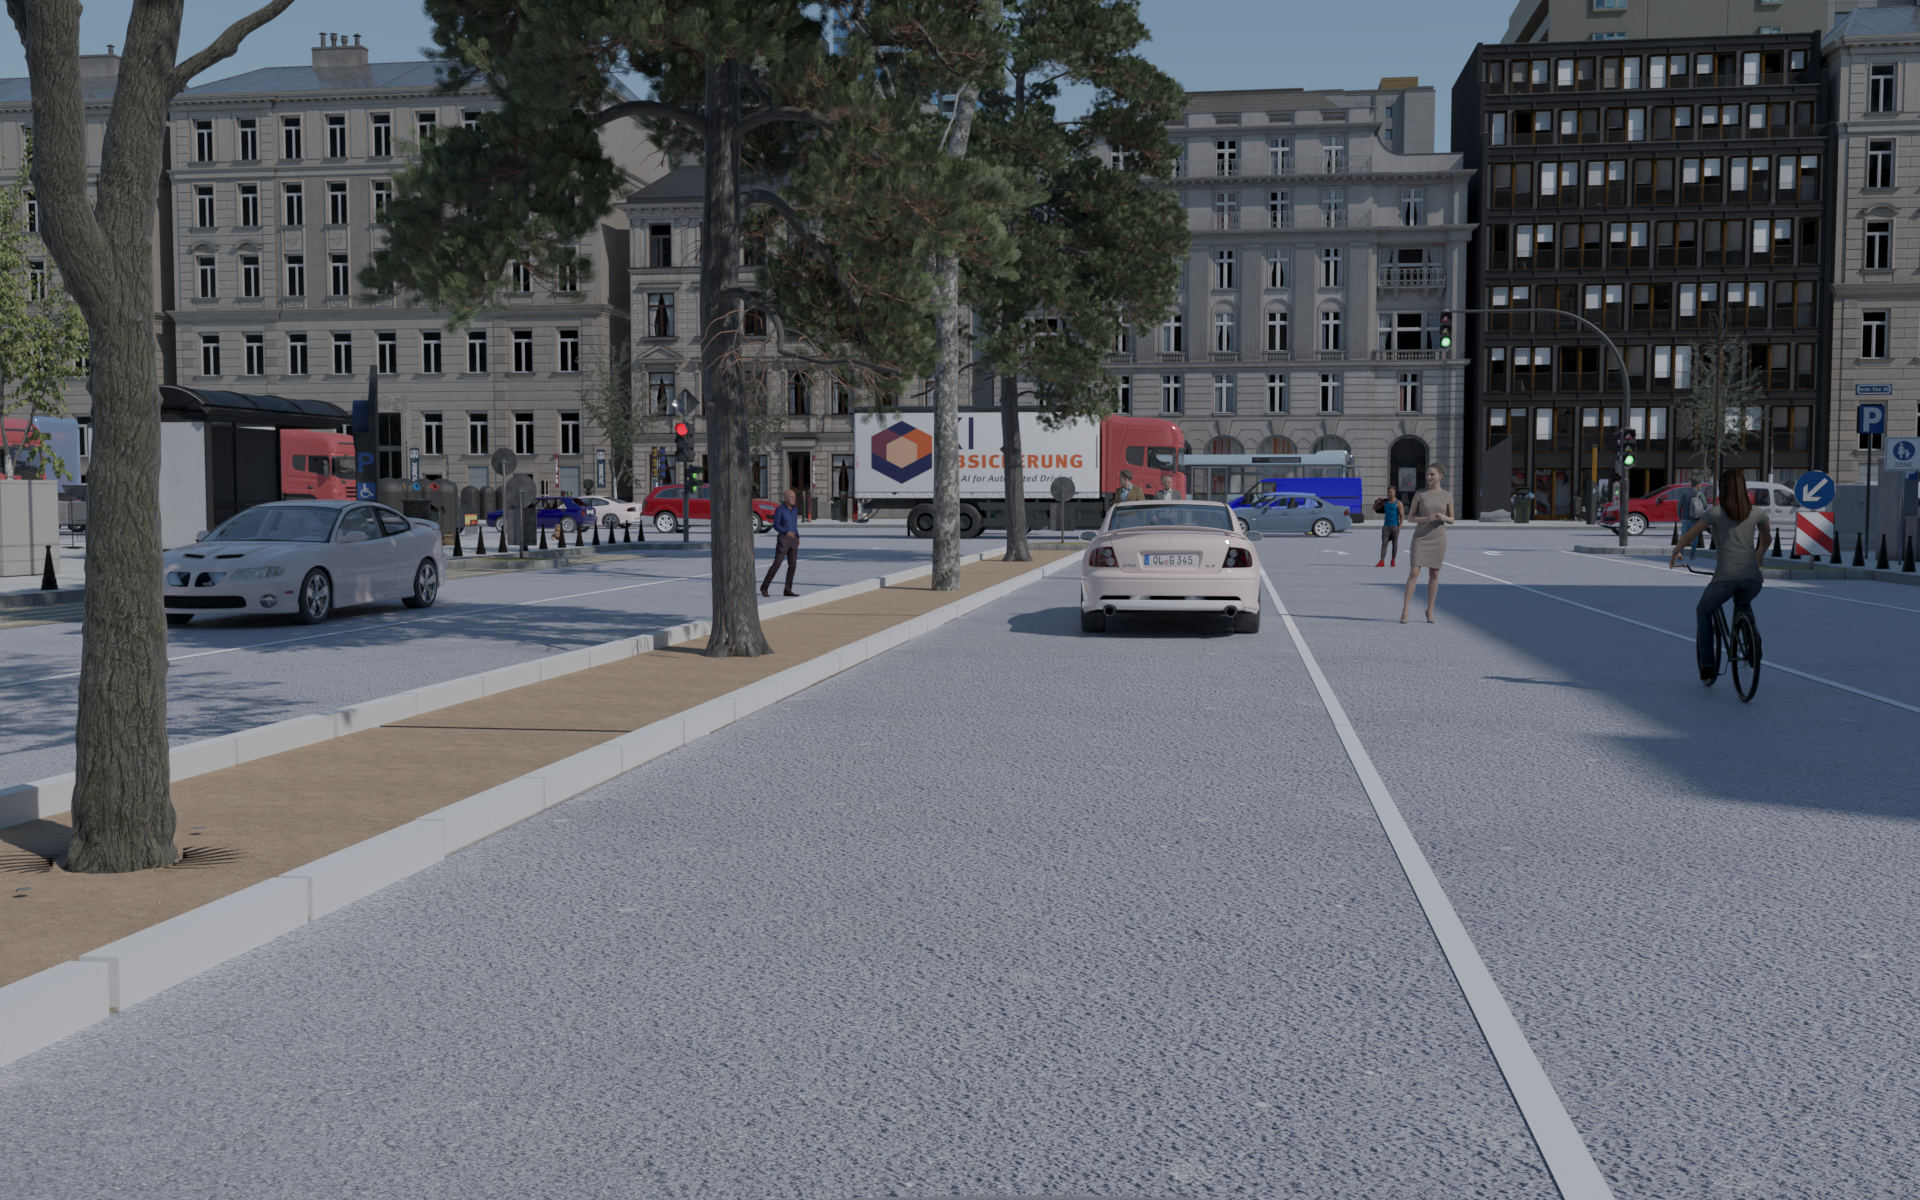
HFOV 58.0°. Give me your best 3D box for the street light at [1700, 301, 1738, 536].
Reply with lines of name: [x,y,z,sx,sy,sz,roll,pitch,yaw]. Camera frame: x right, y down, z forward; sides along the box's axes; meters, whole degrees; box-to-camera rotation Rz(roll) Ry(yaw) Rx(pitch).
street light: [18.187,-4.210,41.617,0.468,5.910,1.993,1,4,9]

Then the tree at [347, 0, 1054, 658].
tree: [-2.074,-5.535,15.016,6.751,12.117,7.091,0,3,0]

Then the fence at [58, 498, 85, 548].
fence: [-21.204,-1.767,40.096,0.480,1.192,2.264,0,4,6]

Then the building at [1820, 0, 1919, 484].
building: [54.065,-17.621,85.366,25.104,27.353,12.463,1,4,9]

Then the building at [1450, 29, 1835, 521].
building: [33.767,-15.809,88.152,15.834,23.373,12.332,1,4,9]

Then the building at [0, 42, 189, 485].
building: [-54.961,-18.598,101.339,25.104,27.353,12.463,1,4,9]

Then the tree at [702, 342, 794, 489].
tree: [-9.945,-8.035,81.732,4.360,8.622,3.978,0,3,0]

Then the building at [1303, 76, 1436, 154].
building: [52.305,-43.265,249.382,28.212,58.520,21.231,1,4,9]

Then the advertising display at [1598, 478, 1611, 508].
advertising display: [26.625,-4.058,71.567,0.123,1.923,0.974,0,4,-3]

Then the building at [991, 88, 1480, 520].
building: [14.000,-15.274,91.529,24.055,21.916,13.314,1,4,9]

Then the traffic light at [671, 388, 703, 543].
traffic light: [-7.243,-3.479,45.798,0.839,4.253,0.868,1,4,9]

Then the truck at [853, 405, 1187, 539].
truck: [2.302,-4.098,55.908,11.283,4.237,2.839,0,4,7]

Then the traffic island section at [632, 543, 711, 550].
traffic island section: [-7.281,-1.447,45.939,2.009,0.180,2.903,1,4,9]

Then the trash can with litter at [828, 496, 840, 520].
trash can with litter: [-6.120,-4.516,85.216,0.624,1.170,1.055,0,4,5]

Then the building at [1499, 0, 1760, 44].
building: [63.360,-33.449,170.591,21.300,48.544,21.600,1,4,9]

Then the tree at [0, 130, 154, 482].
tree: [-18.194,-5.083,33.464,4.737,8.622,4.395,0,3,0]

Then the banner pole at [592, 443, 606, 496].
banner pole: [-17.803,-5.825,85.251,0.863,3.779,0.401,-3,4,-37]

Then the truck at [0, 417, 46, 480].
truck: [-33.634,-3.976,53.929,11.283,4.237,2.839,0,4,8]

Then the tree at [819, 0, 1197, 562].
tree: [1.043,-7.745,36.516,7.806,13.903,7.818,0,3,0]

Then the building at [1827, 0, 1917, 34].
building: [89.847,-38.182,166.267,28.212,58.520,21.231,1,4,9]

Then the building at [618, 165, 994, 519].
building: [-7.626,-14.000,93.528,19.286,19.102,10.561,1,4,9]

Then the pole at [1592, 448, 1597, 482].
pole: [27.835,-5.028,76.043,0.158,3.312,0.155,0,3,0]

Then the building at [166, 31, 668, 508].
building: [-29.781,-18.359,97.437,25.104,27.353,12.463,1,4,9]

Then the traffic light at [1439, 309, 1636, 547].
traffic light: [14.123,-4.146,42.454,4.771,5.953,1.251,1,4,9]

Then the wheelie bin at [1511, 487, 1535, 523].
wheelie bin: [24.612,-4.148,75.727,0.980,1.594,0.693,1,4,11]

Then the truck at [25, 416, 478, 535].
truck: [-26.024,-4.292,59.932,18.799,4.110,2.967,1,4,10]

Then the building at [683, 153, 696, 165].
building: [-30.770,-29.843,179.813,23.993,40.220,32.217,1,4,9]

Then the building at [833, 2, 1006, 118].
building: [-6.099,-57.872,258.883,31.000,86.520,22.319,1,4,9]

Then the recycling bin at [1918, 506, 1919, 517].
recycling bin: [19.574,-1.392,35.308,0.722,1.027,0.722,1,4,20]

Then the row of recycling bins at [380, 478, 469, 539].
row of recycling bins: [-14.265,-2.335,45.293,1.069,1.692,3.534,1,4,12]

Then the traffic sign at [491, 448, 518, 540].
traffic sign: [-12.544,-2.908,47.657,0.768,2.556,0.104,1,4,9]

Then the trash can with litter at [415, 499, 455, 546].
trash can with litter: [-13.020,-1.926,42.871,0.624,1.170,1.055,3,4,38]

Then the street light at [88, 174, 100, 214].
street light: [-12.442,-3.204,25.176,0.468,5.910,1.993,1,4,9]

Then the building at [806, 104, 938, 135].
building: [-10.385,-32.741,185.419,14.200,45.320,14.600,1,4,9]

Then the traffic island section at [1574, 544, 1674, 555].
traffic island section: [16.243,-1.230,42.391,2.009,0.180,2.903,1,4,9]

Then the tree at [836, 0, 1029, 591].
tree: [-1.281,-10.254,26.006,12.611,20.169,13.585,0,3,0]

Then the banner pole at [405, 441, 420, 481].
banner pole: [-25.983,-5.631,82.078,0.863,3.779,0.401,-3,5,-42]

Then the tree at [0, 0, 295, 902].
tree: [-3.139,-4.769,6.184,9.928,11.665,9.643,0,3,0]

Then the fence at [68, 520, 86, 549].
fence: [-20.242,-1.582,41.247,0.278,0.683,2.069,2,4,26]

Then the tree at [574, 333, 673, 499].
tree: [-15.706,-7.918,79.817,4.360,8.622,3.978,0,3,0]

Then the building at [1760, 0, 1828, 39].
building: [59.562,-32.125,148.942,21.300,48.544,21.600,1,4,9]

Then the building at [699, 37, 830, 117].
building: [-31.837,-50.366,261.727,20.611,71.187,20.563,1,4,9]

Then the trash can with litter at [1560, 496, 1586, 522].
trash can with litter: [28.704,-4.298,81.323,2.233,1.210,1.678,-3,5,-42]

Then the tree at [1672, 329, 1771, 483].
tree: [34.179,-7.829,78.374,4.360,8.622,3.978,0,3,0]

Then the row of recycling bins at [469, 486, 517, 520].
row of recycling bins: [-23.132,-4.839,86.234,1.069,1.692,3.534,3,5,44]

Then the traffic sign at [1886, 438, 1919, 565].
traffic sign: [16.941,-1.775,31.155,0.606,2.300,0.079,1,4,16]

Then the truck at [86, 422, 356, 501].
truck: [-28.500,-4.851,68.231,11.283,4.237,2.839,1,4,10]
